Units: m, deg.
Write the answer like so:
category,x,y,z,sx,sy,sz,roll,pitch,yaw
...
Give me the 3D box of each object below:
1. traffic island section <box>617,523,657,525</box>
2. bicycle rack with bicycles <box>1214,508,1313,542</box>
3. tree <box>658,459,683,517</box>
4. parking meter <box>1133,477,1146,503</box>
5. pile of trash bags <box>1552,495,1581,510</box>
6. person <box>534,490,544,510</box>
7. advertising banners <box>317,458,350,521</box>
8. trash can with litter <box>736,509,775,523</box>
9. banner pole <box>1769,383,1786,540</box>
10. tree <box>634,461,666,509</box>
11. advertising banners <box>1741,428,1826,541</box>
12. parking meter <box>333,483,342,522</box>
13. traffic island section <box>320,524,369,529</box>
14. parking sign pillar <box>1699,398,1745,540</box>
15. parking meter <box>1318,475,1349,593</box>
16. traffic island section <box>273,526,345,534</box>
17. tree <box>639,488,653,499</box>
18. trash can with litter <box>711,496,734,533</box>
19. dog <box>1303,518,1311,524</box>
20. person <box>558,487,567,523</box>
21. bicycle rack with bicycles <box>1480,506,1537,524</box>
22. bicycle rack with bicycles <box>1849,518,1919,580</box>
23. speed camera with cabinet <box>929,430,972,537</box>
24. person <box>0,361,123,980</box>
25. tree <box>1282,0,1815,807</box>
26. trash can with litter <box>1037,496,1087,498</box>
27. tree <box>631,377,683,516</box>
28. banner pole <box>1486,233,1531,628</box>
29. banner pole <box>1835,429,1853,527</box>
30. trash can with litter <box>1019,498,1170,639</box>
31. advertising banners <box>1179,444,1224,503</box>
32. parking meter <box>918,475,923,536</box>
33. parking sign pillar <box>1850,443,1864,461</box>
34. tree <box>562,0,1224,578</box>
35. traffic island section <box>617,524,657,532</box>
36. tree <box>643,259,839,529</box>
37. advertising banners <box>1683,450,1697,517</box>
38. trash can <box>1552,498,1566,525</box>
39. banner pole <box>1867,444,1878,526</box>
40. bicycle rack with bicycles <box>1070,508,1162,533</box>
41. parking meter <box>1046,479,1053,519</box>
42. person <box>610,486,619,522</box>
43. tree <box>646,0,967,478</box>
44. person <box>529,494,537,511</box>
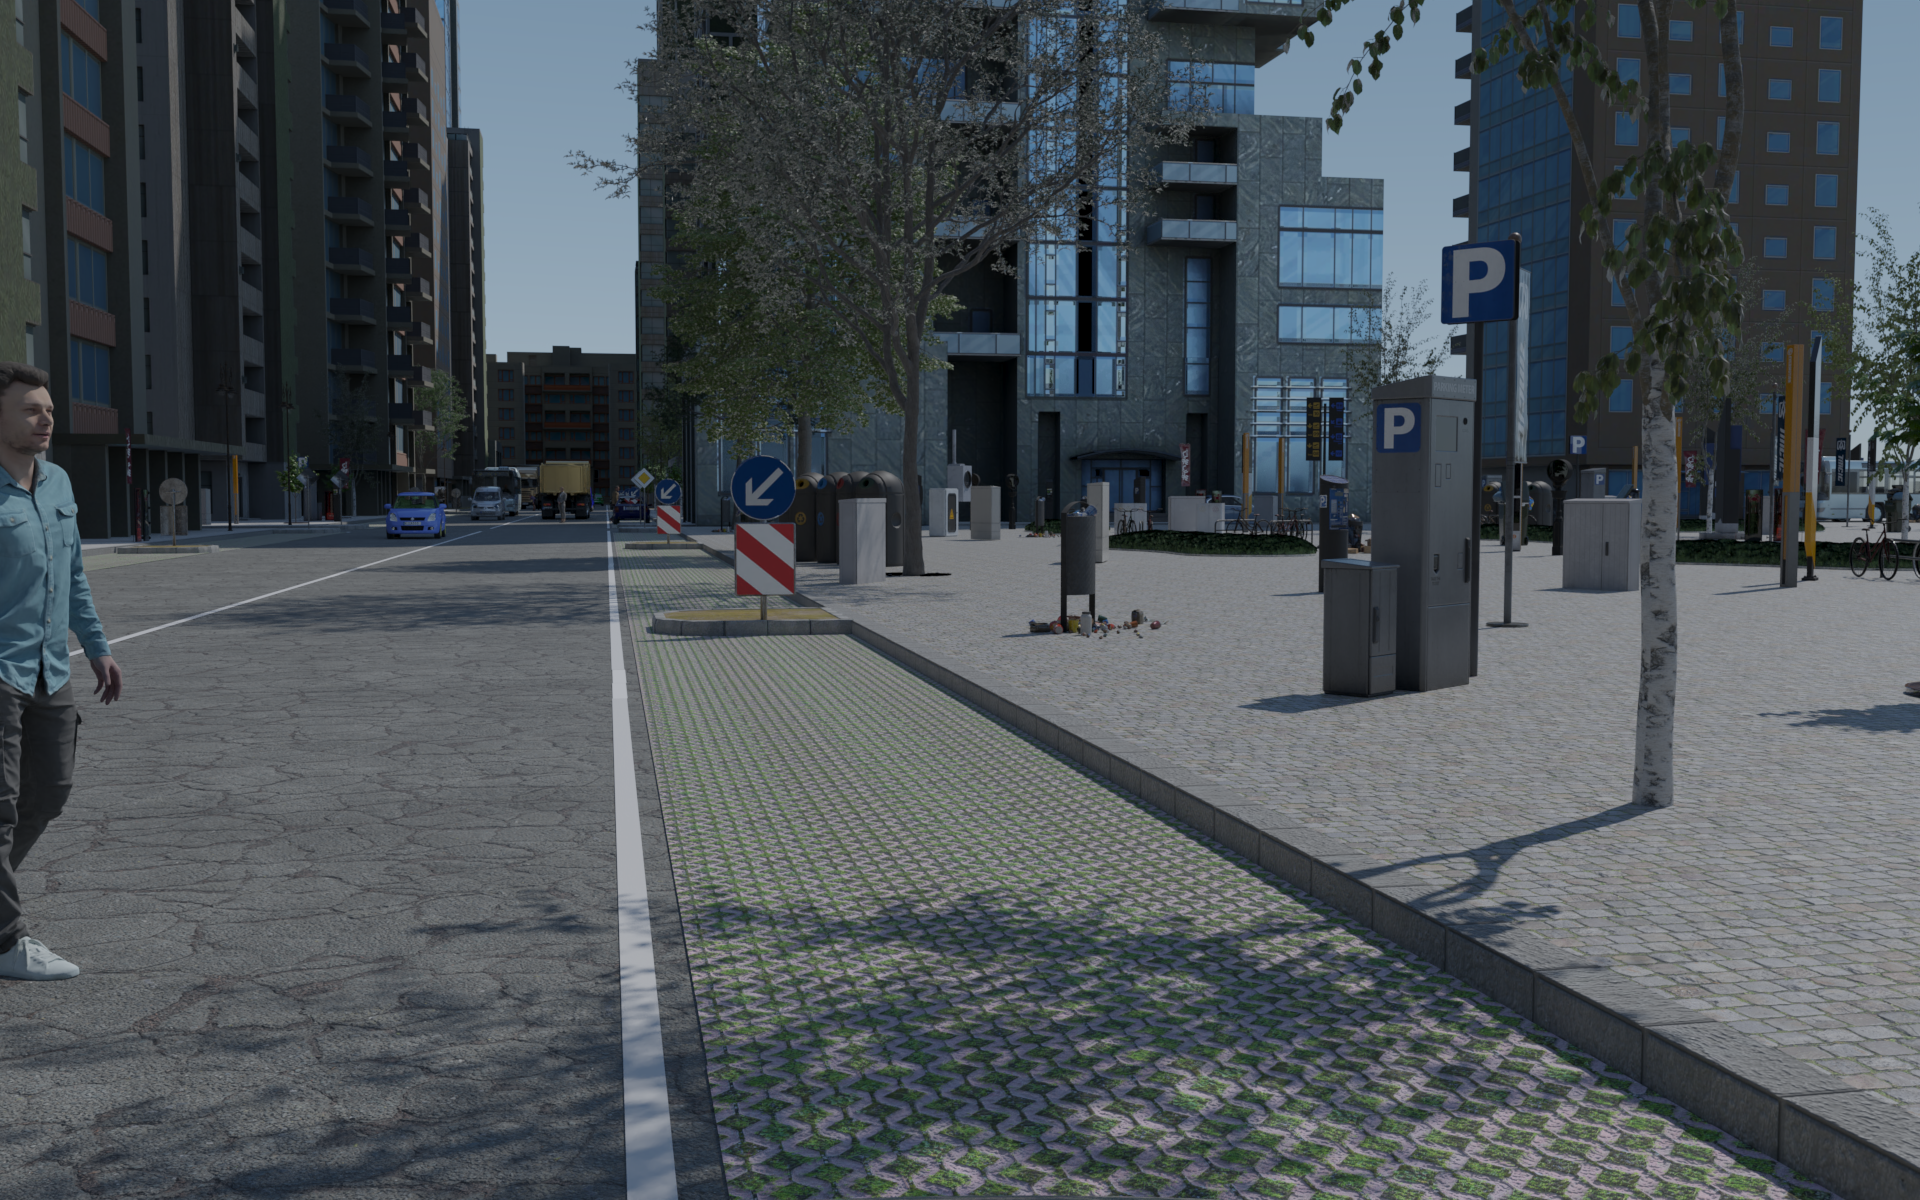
category,x,y,z,sx,sy,sz,roll,pitch,yaw
traffic island section,-13.606,-3.158,73.911,2.009,0.180,2.903,-1,4,-12
bicycle rack with bicycles,8.042,-1.915,44.687,2.925,0.926,2.852,-3,5,-42
tree,-15.603,-6.172,95.513,1.663,3.219,1.824,0,3,0
parking meter,6.093,-3.249,58.830,0.255,1.863,0.399,-2,4,-33
pile of trash bags,24.544,-3.785,71.633,3.447,1.369,1.912,3,4,38
person,-37.676,-8.975,155.379,1.348,1.807,0.705,0,4,-1
advertising banners,-30.451,-5.344,83.568,2.074,3.025,0.090,0,4,-7
trash can with litter,-4.445,-1.678,38.828,1.055,1.170,0.624,-3,4,-37
banner pole,18.396,-2.992,38.938,0.401,3.779,0.863,0,4,-4
tree,-27.002,-10.349,152.913,4.285,4.588,4.351,0,3,0
advertising banners,22.270,-3.100,46.866,2.074,3.025,0.090,3,5,41
parking meter,-28.894,-4.567,80.383,0.255,1.863,0.399,0,4,5
traffic island section,-25.552,-3.009,71.483,2.009,0.180,2.903,-1,4,-12
parking sign pillar,21.829,-3.716,49.226,1.447,3.967,1.447,1,4,15
parking meter,4.877,-0.868,22.607,0.372,1.533,0.369,0,3,0
traffic island section,-23.953,-2.531,63.659,2.009,0.180,2.903,-1,4,-12
tree,-28.037,-9.874,156.046,1.663,3.219,1.824,0,3,0
trash can with litter,-7.636,-2.908,58.603,1.678,1.210,2.233,2,4,24
dog,15.105,-3.399,75.759,0.748,0.427,0.550,0,4,4
person,-19.794,-4.720,85.949,0.520,1.790,0.573,1,4,15
bicycle rack with bicycles,16.235,-2.511,54.437,2.852,0.926,2.925,-3,5,-39
bicycle rack with bicycles,14.687,-0.733,25.361,2.852,0.926,2.925,1,4,11
speed camera with cabinet,-0.278,-3.565,52.616,0.660,3.252,2.038,1,4,23
person,-2.909,0.200,5.247,0.620,1.820,0.660,1,4,9
tree,2.632,-3.458,6.906,4.360,8.622,3.978,0,3,0
trash can with litter,2.604,-2.495,51.856,1.678,1.210,2.233,1,4,20
tree,-16.321,-9.311,102.597,4.737,8.622,4.395,0,3,0
banner pole,5.434,-1.644,16.896,0.401,3.779,0.863,2,4,31
banner pole,34.365,-4.730,67.351,0.401,3.779,0.863,-1,4,-21
trash can with litter,1.424,-0.332,16.484,1.678,1.210,2.233,3,4,36
advertising banners,8.433,-3.936,60.546,2.074,3.025,0.090,-2,4,-33
parking meter,-1.202,-2.474,46.158,0.399,1.863,0.255,-1,4,-14
parking sign pillar,47.552,-6.363,92.501,1.447,3.967,1.447,-2,4,-26
tree,-0.860,-7.124,26.846,12.009,13.543,11.850,0,3,0
traffic island section,-12.007,-2.679,66.087,2.009,0.180,2.903,-1,4,-12
tree,-7.540,-7.703,60.361,7.601,10.594,8.767,0,4,-6
advertising banners,30.002,-4.470,69.273,2.074,3.025,0.090,1,4,22
trash can,22.259,-3.248,64.755,0.748,1.137,0.748,0,3,0
banner pole,36.483,-4.851,69.337,0.401,3.779,0.863,0,4,4
bicycle rack with bicycles,3.817,-1.846,43.570,2.852,0.926,2.925,1,4,9
parking meter,3.534,-3.844,68.560,0.255,1.863,0.399,0,4,0
person,-17.249,-4.792,86.759,0.656,1.842,0.836,2,4,29
tree,-3.186,-7.392,38.981,7.486,12.596,7.792,0,3,0
person,-36.384,-8.304,147.497,0.421,1.427,0.697,3,5,42
